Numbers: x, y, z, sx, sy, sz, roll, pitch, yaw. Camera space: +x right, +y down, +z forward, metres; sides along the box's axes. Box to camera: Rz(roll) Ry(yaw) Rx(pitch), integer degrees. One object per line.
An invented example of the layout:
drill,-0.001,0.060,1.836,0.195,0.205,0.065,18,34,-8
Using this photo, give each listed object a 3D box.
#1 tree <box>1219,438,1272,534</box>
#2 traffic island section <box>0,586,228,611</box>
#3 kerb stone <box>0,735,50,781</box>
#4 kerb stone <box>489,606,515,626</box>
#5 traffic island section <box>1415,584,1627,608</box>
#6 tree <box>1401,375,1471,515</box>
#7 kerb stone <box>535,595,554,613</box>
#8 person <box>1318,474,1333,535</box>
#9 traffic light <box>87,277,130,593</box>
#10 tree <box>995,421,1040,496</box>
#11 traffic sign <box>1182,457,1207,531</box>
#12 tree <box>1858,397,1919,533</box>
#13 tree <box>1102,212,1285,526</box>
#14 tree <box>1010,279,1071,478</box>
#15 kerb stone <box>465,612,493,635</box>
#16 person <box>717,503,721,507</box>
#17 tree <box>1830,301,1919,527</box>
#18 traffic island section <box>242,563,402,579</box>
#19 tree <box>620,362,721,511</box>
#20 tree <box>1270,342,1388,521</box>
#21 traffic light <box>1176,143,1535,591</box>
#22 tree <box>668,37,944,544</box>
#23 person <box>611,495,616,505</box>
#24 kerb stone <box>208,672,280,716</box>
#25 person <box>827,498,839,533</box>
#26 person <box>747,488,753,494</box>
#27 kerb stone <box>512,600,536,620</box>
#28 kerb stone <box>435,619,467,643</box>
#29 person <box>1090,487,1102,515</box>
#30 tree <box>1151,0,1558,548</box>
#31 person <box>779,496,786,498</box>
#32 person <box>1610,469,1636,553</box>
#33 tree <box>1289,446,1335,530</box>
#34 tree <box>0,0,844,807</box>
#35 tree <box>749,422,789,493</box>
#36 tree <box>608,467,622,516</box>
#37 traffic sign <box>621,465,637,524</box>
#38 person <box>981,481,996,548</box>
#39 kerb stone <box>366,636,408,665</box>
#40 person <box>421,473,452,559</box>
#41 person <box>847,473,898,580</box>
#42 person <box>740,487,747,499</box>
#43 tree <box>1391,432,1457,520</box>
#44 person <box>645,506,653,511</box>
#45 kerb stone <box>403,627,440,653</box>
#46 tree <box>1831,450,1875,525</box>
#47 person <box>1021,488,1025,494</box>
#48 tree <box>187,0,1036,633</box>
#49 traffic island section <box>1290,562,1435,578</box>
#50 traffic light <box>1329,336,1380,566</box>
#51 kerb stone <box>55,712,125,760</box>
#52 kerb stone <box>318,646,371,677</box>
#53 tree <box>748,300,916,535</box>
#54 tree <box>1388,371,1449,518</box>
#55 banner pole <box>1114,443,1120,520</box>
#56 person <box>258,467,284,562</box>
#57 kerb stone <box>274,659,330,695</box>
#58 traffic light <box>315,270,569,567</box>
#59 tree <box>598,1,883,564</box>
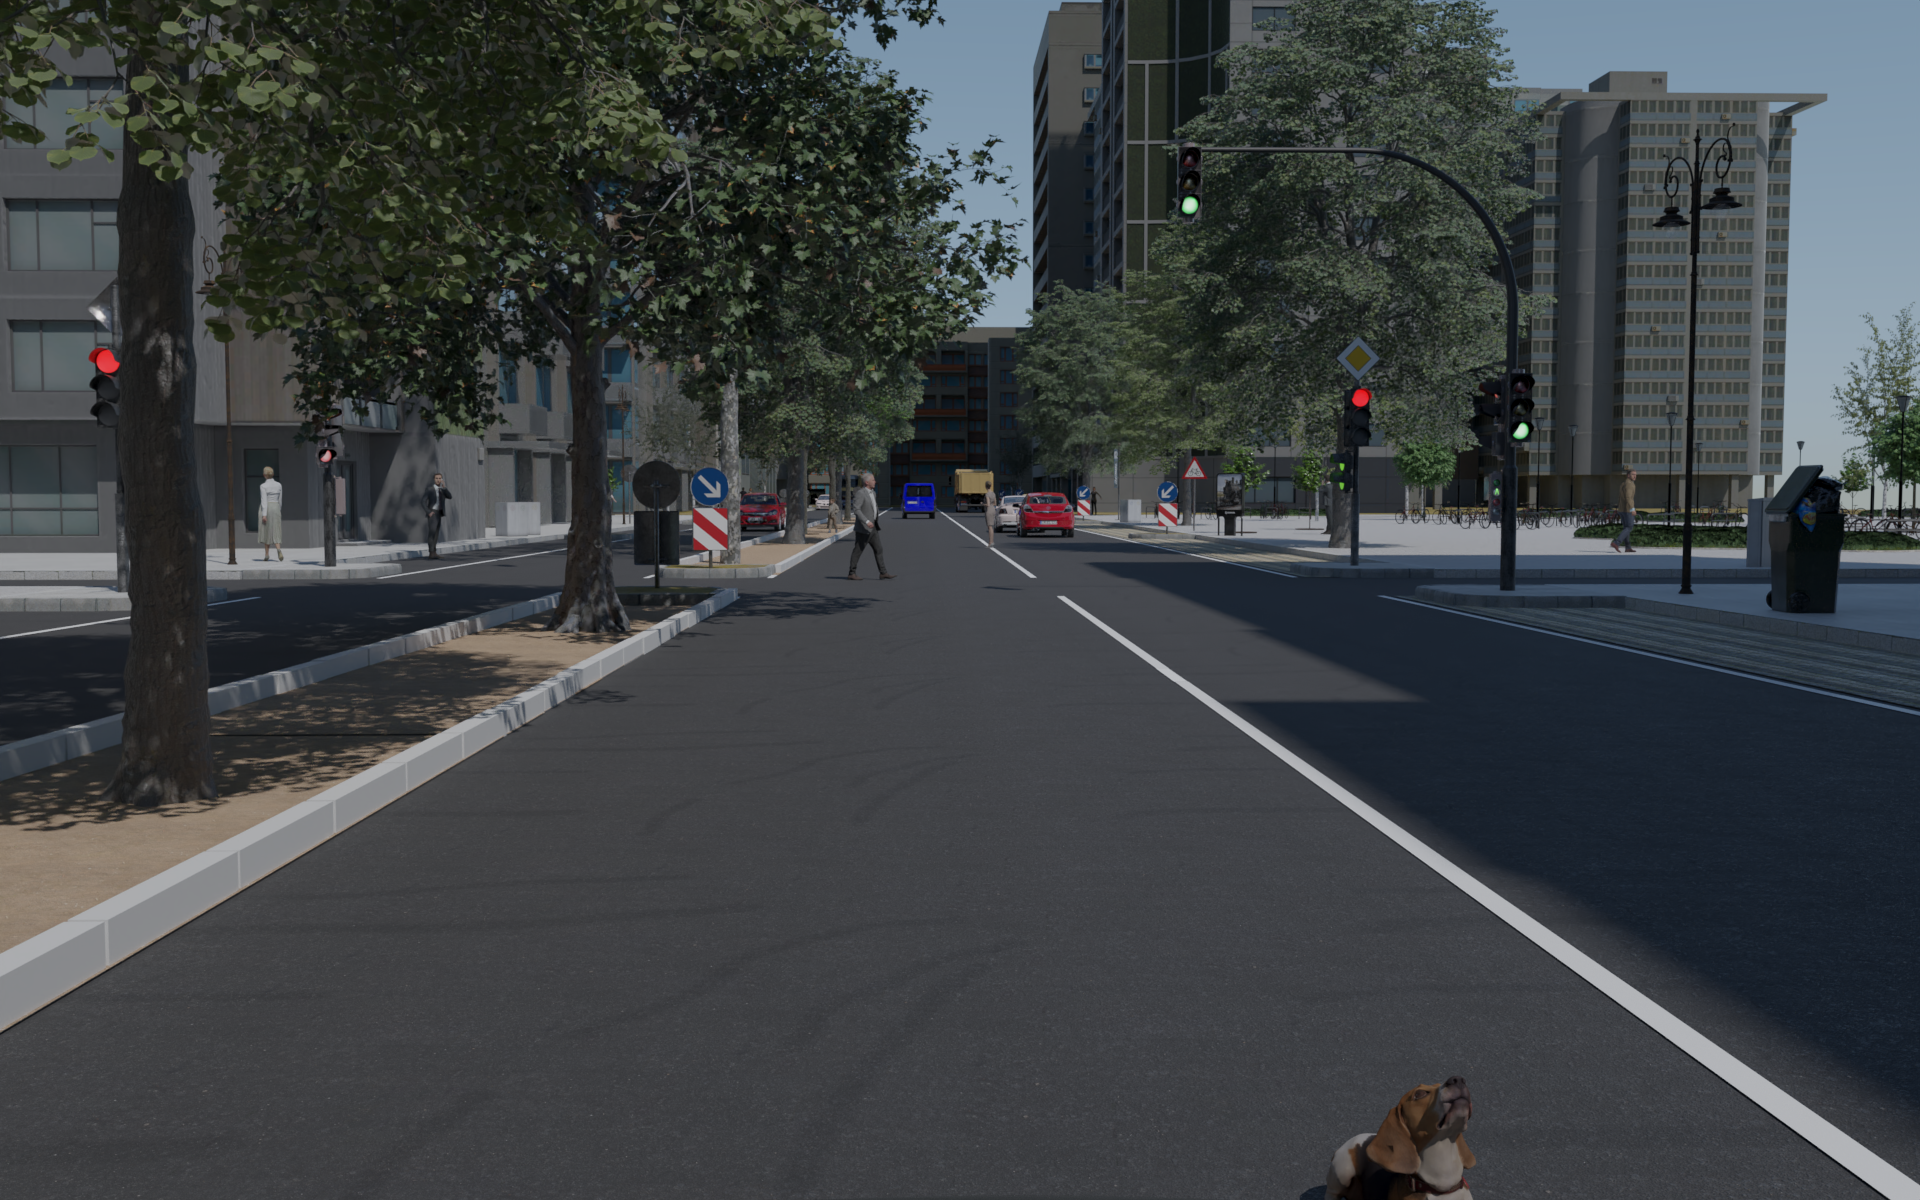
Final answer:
tree,9.363,-3.797,56.689,1.663,3.219,1.824,0,3,0
traffic island section,-10.934,-0.020,22.615,2.009,0.180,2.903,0,4,-1
kerb stone,-4.819,0.823,8.736,0.120,0.150,1.000,0,4,-1
kerb stone,-5.083,0.197,18.976,0.120,0.150,1.000,0,4,-1
traffic island section,7.301,-0.049,23.075,2.009,0.180,2.903,0,4,-1
tree,26.119,-8.961,96.882,4.360,8.622,3.978,0,3,0
kerb stone,-5.125,0.075,21.025,0.120,0.150,1.000,0,4,-1
person,11.632,-3.031,54.962,0.474,1.900,0.648,1,4,23
traffic light,-10.894,-2.053,22.481,0.839,4.253,0.868,0,4,-1
tree,5.723,-13.199,166.168,4.360,8.622,3.978,0,3,0
traffic sign,8.161,-3.691,60.349,0.884,2.594,0.081,0,4,0
tree,31.750,-4.526,57.707,4.285,4.588,4.351,0,3,0
tree,9.594,-9.273,69.734,7.486,12.596,7.792,0,3,0
tree,7.656,-12.001,102.879,9.857,13.997,8.962,0,3,0
kerb stone,-5.050,0.261,17.955,0.120,0.150,1.000,0,4,-1
person,-16.388,-6.813,118.148,1.217,1.735,0.721,-1,4,-9
tree,35.938,-7.144,67.166,4.737,8.622,4.395,0,3,0
traffic island section,-11.139,-0.509,30.597,2.009,0.180,2.903,0,4,-1
tree,-16.184,-8.824,94.632,4.360,8.622,3.978,0,3,0
tree,16.698,-8.006,81.253,4.737,8.622,4.395,0,3,0
traffic light,5.172,-2.942,22.765,4.771,5.953,1.251,0,4,-1
tree,-4.735,-8.554,48.974,9.857,13.997,8.962,0,3,0
person,-18.695,-5.238,92.361,0.731,1.740,0.598,-1,4,-17
kerb stone,-4.900,0.638,11.806,0.120,0.150,1.000,0,4,-1
person,-4.635,-3.099,63.435,0.475,1.303,0.640,1,4,18
person,-15.881,-7.644,131.732,1.217,1.735,0.721,-3,5,-42
kerb stone,-5.103,0.134,20.003,0.120,0.150,1.000,0,4,-1
kerb stone,-5.033,0.322,16.928,0.120,0.150,1.000,0,4,-1
person,8.307,-6.184,107.874,1.217,1.735,0.721,2,4,33
tree,9.182,-8.206,40.825,9.857,13.997,8.962,0,3,0
person,-17.427,-10.125,172.107,1.217,1.766,0.721,-1,4,-18
person,14.576,-1.952,37.865,0.836,1.842,0.656,-2,4,-29
tree,12.664,-4.123,62.009,1.663,3.219,1.824,0,3,0
tree,-3.837,-5.357,8.165,7.486,12.596,7.792,0,3,0
tree,-17.221,-12.454,153.977,4.360,8.622,3.978,0,3,0
tree,-21.092,-6.683,103.864,1.663,3.219,1.824,0,3,0
traffic sign,-14.241,-4.558,74.631,0.768,2.556,0.104,0,3,0
person,0.753,-2.253,45.684,0.374,1.781,0.599,2,4,25
kerb stone,-4.975,0.447,14.881,0.120,0.150,1.000,0,4,-1
person,-11.571,-1.865,38.358,0.474,1.900,0.648,1,4,22
person,-1.473,-1.216,28.786,0.834,1.777,0.661,1,4,16
person,-16.610,-7.750,132.764,1.348,1.822,0.705,0,4,-2
tree,22.835,-6.198,85.057,4.285,4.588,4.351,0,3,0
person,-17.312,-5.526,96.406,0.660,1.820,0.620,2,4,31
kerb stone,-4.998,0.385,15.903,0.120,0.150,1.000,0,4,-1
tree,37.713,-4.819,73.395,1.663,3.219,1.824,0,3,0
person,6.370,-10.668,180.088,1.348,1.869,0.705,0,4,7
tree,-3.891,-6.024,17.955,9.611,12.733,9.660,0,3,0
traffic island section,7.097,-0.537,31.057,2.009,0.180,2.903,0,4,-1
traffic light,7.057,-2.570,30.942,0.839,4.253,0.868,0,4,-1
kerb stone,-4.845,0.762,9.757,0.120,0.150,1.000,0,4,-1
kerb stone,-4.956,0.510,13.859,0.120,0.150,1.000,0,4,-1
tree,-5.154,-8.705,70.540,9.928,11.665,9.643,0,3,0
tree,23.471,-8.579,90.633,4.737,8.622,4.395,0,3,0
banner pole,7.690,-5.799,84.827,0.401,3.779,0.863,2,4,28
person,-13.039,-1.625,32.838,0.478,1.798,0.641,-3,5,-42
kerb stone,-4.920,0.577,12.832,0.120,0.150,1.000,0,4,-1
traffic light,-9.009,-3.418,30.552,4.771,5.953,1.251,0,4,-1
tree,-5.931,-10.843,35.634,12.611,20.169,13.585,0,3,0
